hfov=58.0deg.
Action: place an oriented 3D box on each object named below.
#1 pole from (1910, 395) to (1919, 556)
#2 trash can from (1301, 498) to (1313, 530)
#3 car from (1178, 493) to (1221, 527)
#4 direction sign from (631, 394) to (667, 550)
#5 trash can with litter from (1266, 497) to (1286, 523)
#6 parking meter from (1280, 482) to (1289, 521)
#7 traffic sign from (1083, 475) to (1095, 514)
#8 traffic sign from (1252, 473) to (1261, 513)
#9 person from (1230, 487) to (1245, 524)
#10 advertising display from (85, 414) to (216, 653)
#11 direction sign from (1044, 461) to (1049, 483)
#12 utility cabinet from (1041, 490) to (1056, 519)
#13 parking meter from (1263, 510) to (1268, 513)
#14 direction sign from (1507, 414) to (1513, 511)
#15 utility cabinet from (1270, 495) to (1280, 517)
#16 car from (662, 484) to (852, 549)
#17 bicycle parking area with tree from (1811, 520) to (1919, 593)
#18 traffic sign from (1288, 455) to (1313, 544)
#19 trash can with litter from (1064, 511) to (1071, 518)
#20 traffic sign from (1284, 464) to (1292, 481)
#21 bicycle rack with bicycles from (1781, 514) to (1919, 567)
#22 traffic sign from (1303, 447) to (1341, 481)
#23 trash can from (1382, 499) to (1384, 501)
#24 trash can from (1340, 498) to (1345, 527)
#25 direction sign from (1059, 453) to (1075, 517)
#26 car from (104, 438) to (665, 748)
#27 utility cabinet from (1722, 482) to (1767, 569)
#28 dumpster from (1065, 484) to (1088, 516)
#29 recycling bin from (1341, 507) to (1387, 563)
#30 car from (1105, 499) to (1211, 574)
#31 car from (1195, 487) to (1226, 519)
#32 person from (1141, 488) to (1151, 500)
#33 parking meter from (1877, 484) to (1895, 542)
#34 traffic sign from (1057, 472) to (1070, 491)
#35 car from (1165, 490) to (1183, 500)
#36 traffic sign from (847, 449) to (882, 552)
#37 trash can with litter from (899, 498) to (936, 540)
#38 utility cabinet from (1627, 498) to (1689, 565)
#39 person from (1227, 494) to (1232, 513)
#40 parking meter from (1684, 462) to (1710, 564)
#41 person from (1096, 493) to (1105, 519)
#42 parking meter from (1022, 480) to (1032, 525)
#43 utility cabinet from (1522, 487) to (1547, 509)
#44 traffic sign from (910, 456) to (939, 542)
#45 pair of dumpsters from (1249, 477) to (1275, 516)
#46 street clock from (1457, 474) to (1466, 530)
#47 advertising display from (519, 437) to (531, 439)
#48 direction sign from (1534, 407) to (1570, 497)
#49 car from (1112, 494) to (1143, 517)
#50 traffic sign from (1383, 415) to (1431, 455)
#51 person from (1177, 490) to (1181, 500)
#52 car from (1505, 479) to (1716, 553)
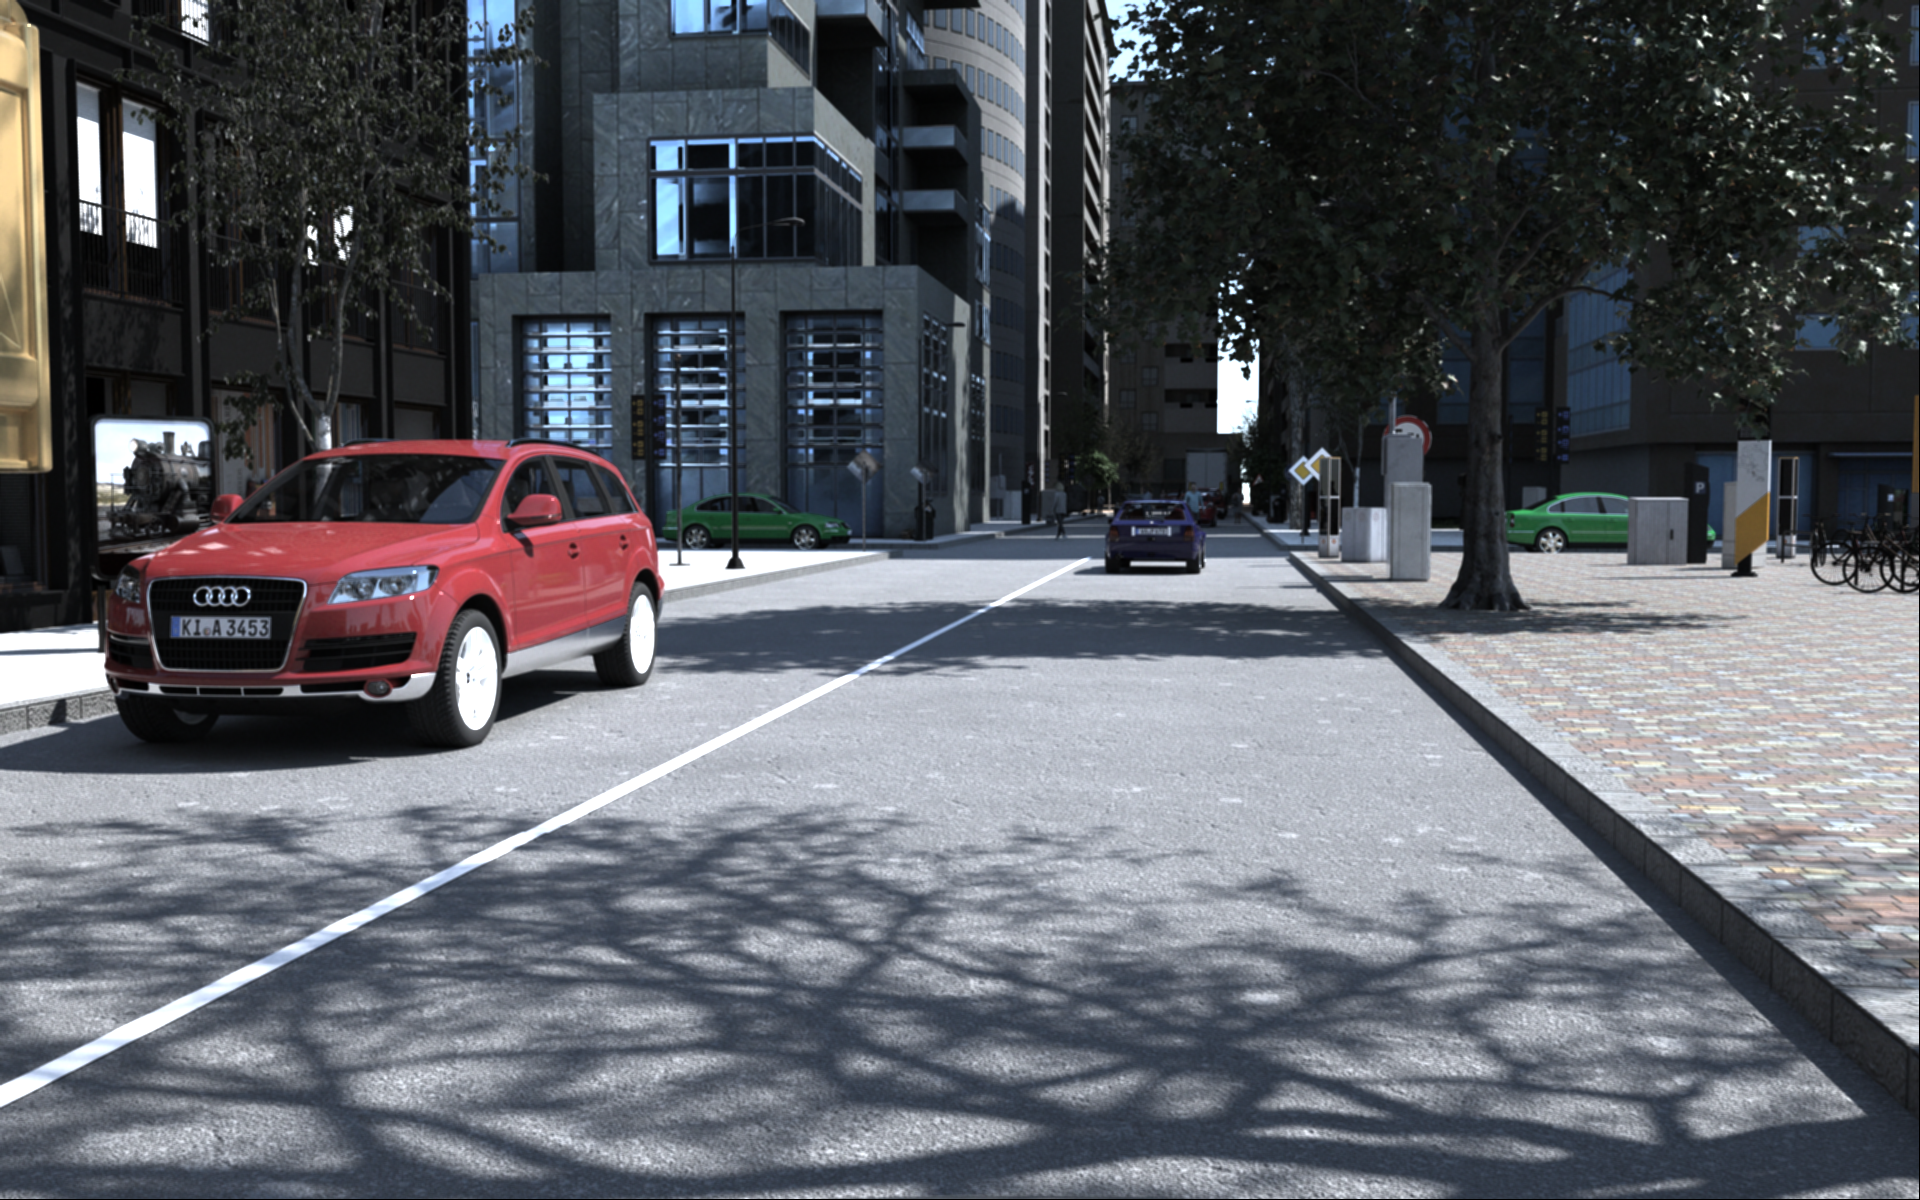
[{"bbox_3d":[19.800,-2.569,35.846,0.158,3.312,0.155,0,3,0],"label":"pole"},{"bbox_3d":[12.394,-3.124,62.739,0.748,1.137,0.748,0,3,0],"label":"trash can"},{"bbox_3d":[10.386,-4.116,76.333,2.155,1.783,4.494,1,4,10],"label":"car"},{"bbox_3d":[-7.087,-2.905,39.489,0.876,3.537,0.379,1,4,18],"label":"direction sign"},{"bbox_3d":[13.791,-3.941,75.828,0.624,1.170,1.055,-2,4,-26],"label":"trash can with litter"},{"bbox_3d":[15.249,-4.635,81.496,0.399,1.863,0.255,1,4,18],"label":"parking meter"},{"bbox_3d":[8.440,-6.939,113.557,0.768,2.556,0.104,1,4,10],"label":"traffic sign"},{"bbox_3d":[18.664,-6.611,108.092,0.884,2.594,0.081,1,4,10],"label":"traffic sign"},{"bbox_3d":[13.405,-4.571,83.587,0.716,1.782,0.532,0,4,-7],"label":"person"},{"bbox_3d":[-6.619,-0.551,14.229,0.974,1.923,0.123,-3,5,-43],"label":"advertising display"},{"bbox_3d":[5.714,-7.732,118.412,0.876,3.537,0.379,-2,4,-33],"label":"direction sign"},{"bbox_3d":[4.543,-4.772,86.706,0.318,1.500,1.173,-2,4,-35],"label":"utility cabinet"},{"bbox_3d":[20.531,-6.593,116.203,0.372,1.533,0.369,0,3,0],"label":"parking meter"},{"bbox_3d":[15.769,-3.531,49.726,0.379,3.537,0.876,1,4,10],"label":"direction sign"},{"bbox_3d":[16.671,-4.927,91.723,0.306,1.237,1.020,2,4,26],"label":"utility cabinet"},{"bbox_3d":[-5.085,-2.126,43.563,4.718,1.807,1.959,0,4,7],"label":"car"},{"bbox_3d":[15.160,-2.033,20.234,9.016,4.147,8.231,1,4,23],"label":"bicycle parking area with tree"},{"bbox_3d":[8.883,-2.520,44.840,0.795,2.450,0.064,1,4,8],"label":"traffic sign"},{"bbox_3d":[4.954,-4.723,88.604,1.055,1.170,0.624,3,4,37],"label":"trash can with litter"},{"bbox_3d":[13.820,-4.389,71.860,0.768,2.556,0.104,1,4,12],"label":"traffic sign"},{"bbox_3d":[16.228,-1.101,31.381,2.852,0.926,2.925,1,4,9],"label":"bicycle rack with bicycles"},{"bbox_3d":[7.709,-2.037,36.941,0.795,2.450,0.064,1,4,8],"label":"traffic sign"},{"bbox_3d":[11.933,-2.188,47.431,0.748,1.137,0.748,0,3,0],"label":"trash can"},{"bbox_3d":[14.527,-3.387,67.034,0.748,1.137,0.748,0,3,0],"label":"trash can"},{"bbox_3d":[5.877,-6.330,95.489,0.876,3.537,0.379,0,4,-7],"label":"direction sign"},{"bbox_3d":[-3.535,-0.177,11.567,2.281,1.827,5.304,0,4,7],"label":"car"},{"bbox_3d":[13.501,-1.292,29.802,1.173,1.500,0.318,-3,5,-44],"label":"utility cabinet"},{"bbox_3d":[6.664,-5.764,99.992,1.264,1.857,1.865,1,4,9],"label":"dumpster"},{"bbox_3d":[7.685,-1.229,32.642,0.722,1.027,0.722,-2,4,-34],"label":"recycling bin"},{"bbox_3d":[3.716,-1.223,32.573,1.945,1.354,3.894,1,4,10],"label":"car"},{"bbox_3d":[14.201,-5.572,99.772,2.281,1.827,5.304,0,4,7],"label":"car"},{"bbox_3d":[10.363,-5.341,96.096,0.793,1.790,0.793,-1,4,-16],"label":"person"},{"bbox_3d":[23.477,-2.173,43.946,0.372,1.533,0.369,0,3,0],"label":"parking meter"},{"bbox_3d":[5.878,-6.009,98.352,0.768,2.556,0.104,1,4,14],"label":"traffic sign"},{"bbox_3d":[21.366,-10.003,172.228,2.281,1.827,5.304,0,4,7],"label":"car"},{"bbox_3d":[-2.125,-2.127,38.418,0.795,2.450,0.064,1,4,8],"label":"traffic sign"},{"bbox_3d":[-1.217,-2.276,48.592,1.055,1.170,0.624,1,4,20],"label":"trash can with litter"},{"bbox_3d":[12.639,-1.236,31.365,1.020,1.237,0.306,-1,4,-9],"label":"utility cabinet"},{"bbox_3d":[19.910,-7.375,129.814,1.217,1.736,0.721,0,4,3],"label":"person"},{"bbox_3d":[13.574,-1.604,31.939,0.399,1.863,0.255,-1,4,-9],"label":"parking meter"},{"bbox_3d":[7.907,-5.309,97.891,0.523,1.515,0.503,2,4,32],"label":"person"},{"bbox_3d":[2.802,-4.109,72.888,0.399,1.863,0.255,0,4,-3],"label":"parking meter"},{"bbox_3d":[17.597,-2.714,53.052,0.318,1.500,1.173,0,4,-3],"label":"utility cabinet"},{"bbox_3d":[-0.951,-2.610,46.316,0.795,2.450,0.064,1,4,8],"label":"traffic sign"},{"bbox_3d":[17.950,-6.115,102.478,1.574,2.255,4.437,1,4,9],"label":"pair of dumpsters"},{"bbox_3d":[17.967,-3.499,61.786,0.471,2.002,0.358,-3,4,-39],"label":"street clock"},{"bbox_3d":[-4.973,-0.902,19.959,0.123,1.923,0.974,-1,4,-10],"label":"advertising display"},{"bbox_3d":[15.415,-3.251,45.147,0.876,3.537,0.379,0,4,8],"label":"direction sign"},{"bbox_3d":[9.966,-5.604,101.405,2.009,1.686,4.222,1,4,9],"label":"car"},{"bbox_3d":[7.243,-1.715,28.141,0.768,2.556,0.104,1,4,9],"label":"traffic sign"},{"bbox_3d":[19.818,-9.005,155.686,0.705,1.831,1.348,-1,4,-22],"label":"person"},{"bbox_3d":[14.828,-1.895,39.788,4.718,1.807,1.959,0,4,8],"label":"car"}]
